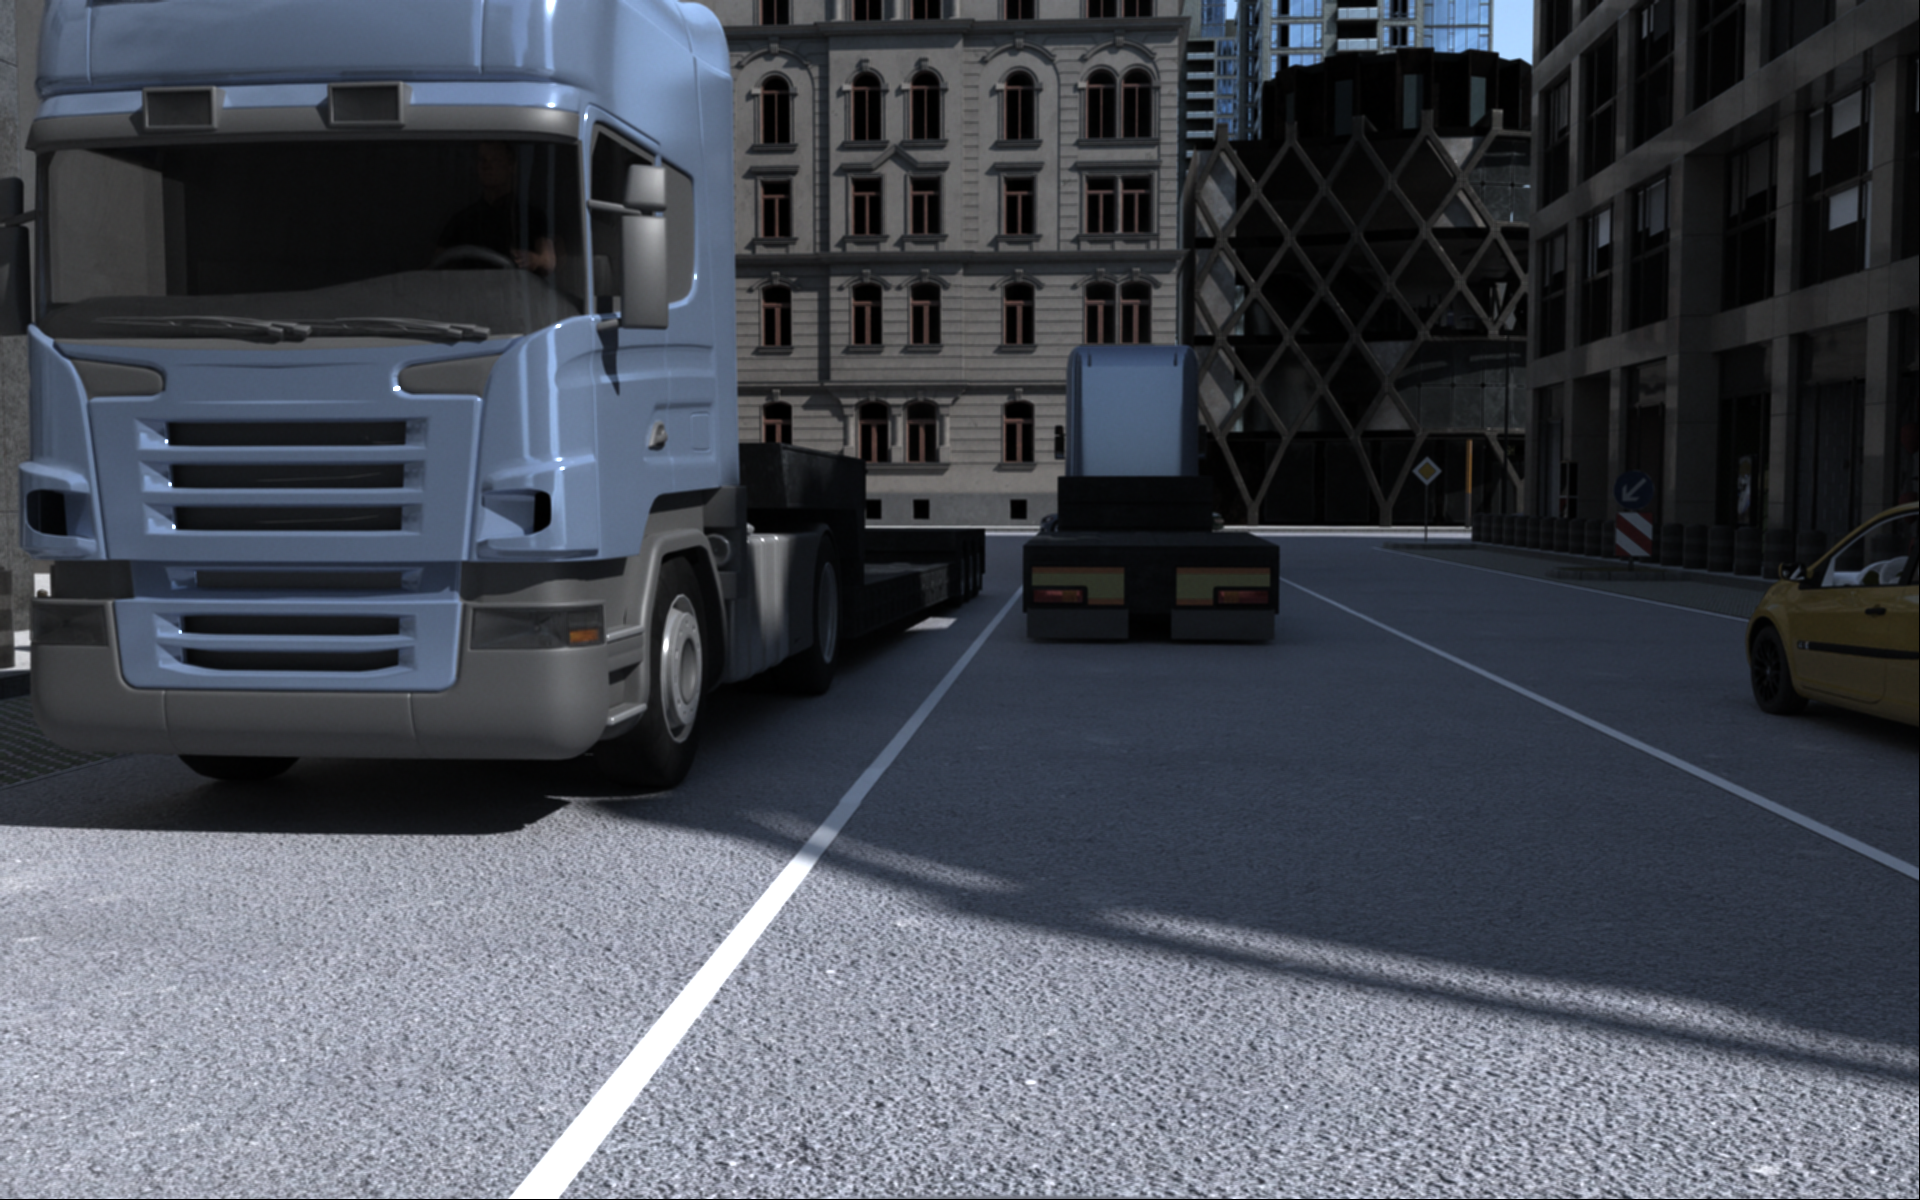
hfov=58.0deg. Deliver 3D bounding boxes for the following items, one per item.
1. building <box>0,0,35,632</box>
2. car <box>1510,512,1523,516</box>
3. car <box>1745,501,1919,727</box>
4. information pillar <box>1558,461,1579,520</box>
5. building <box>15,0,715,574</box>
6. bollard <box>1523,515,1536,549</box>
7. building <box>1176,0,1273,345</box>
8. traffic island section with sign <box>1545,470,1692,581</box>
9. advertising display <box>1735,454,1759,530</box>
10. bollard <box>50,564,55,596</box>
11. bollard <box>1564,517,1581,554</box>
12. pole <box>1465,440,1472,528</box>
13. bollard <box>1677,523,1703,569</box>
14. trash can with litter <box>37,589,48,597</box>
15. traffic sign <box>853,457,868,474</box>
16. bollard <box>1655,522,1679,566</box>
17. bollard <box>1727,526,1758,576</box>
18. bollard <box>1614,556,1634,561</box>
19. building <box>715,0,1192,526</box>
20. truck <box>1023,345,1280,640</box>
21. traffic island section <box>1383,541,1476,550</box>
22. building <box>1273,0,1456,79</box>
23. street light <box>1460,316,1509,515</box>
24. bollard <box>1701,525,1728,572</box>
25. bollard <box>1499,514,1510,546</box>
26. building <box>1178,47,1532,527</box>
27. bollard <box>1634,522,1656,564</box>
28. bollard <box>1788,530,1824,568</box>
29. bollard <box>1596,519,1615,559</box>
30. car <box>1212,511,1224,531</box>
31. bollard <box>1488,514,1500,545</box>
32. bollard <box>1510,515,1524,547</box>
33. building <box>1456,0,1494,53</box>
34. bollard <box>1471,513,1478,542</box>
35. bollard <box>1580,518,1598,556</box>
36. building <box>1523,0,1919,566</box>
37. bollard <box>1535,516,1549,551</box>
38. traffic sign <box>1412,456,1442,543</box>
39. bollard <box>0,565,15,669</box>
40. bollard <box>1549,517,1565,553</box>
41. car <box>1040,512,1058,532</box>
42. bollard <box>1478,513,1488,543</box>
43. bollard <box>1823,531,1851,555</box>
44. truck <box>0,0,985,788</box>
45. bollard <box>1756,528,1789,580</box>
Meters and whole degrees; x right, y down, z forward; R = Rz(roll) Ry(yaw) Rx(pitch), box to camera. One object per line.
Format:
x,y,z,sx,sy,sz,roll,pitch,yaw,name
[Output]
-15.549,-11.514,6.282,12.078,24.808,19.932,0,4,5,building
18.245,-2.407,51.354,4.499,1.417,2.014,0,4,5,car
6.017,0.010,10.056,2.015,1.641,3.980,0,4,4,car
13.602,-2.094,38.723,0.304,2.012,0.304,-1,4,-20,information pillar
-24.155,-14.246,37.445,34.151,26.468,19.350,0,4,5,building
13.495,-1.581,40.566,0.404,0.777,0.398,0,3,0,bollard
25.198,-56.416,235.070,31.000,86.520,22.319,0,4,5,building
11.040,-1.264,29.290,1.989,1.847,2.006,0,4,5,traffic island section with sign
12.880,-1.416,28.359,0.123,1.923,0.974,1,4,12,advertising display
-7.107,0.046,13.971,0.404,0.777,0.398,0,3,0,bollard
13.206,-1.360,36.946,0.404,0.777,0.398,0,3,0,bollard
19.181,-4.372,65.332,0.158,3.312,0.155,0,3,0,pole
12.628,-0.917,29.716,0.404,0.777,0.398,0,3,0,bollard
-10.764,-0.545,19.966,1.678,1.210,2.233,-1,4,-9,trash can with litter
-2.879,-2.650,46.964,0.795,2.450,0.064,0,4,5,traffic sign
12.724,-0.991,30.919,0.404,0.777,0.398,0,3,0,bollard
12.435,-0.771,27.320,0.404,0.777,0.398,0,3,0,bollard
12.917,-1.138,33.331,0.404,0.777,0.398,0,3,0,bollard
-2.022,-17.563,74.538,23.554,28.519,14.401,0,4,5,building
2.615,-2.196,25.658,2.967,4.110,18.799,0,4,5,truck
12.339,-1.439,45.812,2.009,0.180,2.903,0,4,5,traffic island section
38.117,-53.360,185.108,22.319,86.520,31.000,0,4,5,building
13.732,-4.450,45.301,1.470,5.913,1.316,0,4,5,street light
12.531,-0.844,28.519,0.404,0.777,0.398,0,3,0,bollard
13.685,-1.728,42.963,0.404,0.777,0.398,0,3,0,bollard
18.190,-12.658,74.408,16.811,18.784,16.820,0,4,5,building
12.822,-1.065,32.133,0.404,0.777,0.398,0,3,0,bollard
12.246,-0.624,24.916,0.404,0.777,0.398,0,3,0,bollard
13.010,-1.212,34.535,0.404,0.777,0.398,0,3,0,bollard
7.282,-3.174,61.681,4.222,1.686,2.009,0,4,5,car
13.783,-1.802,44.174,0.404,0.777,0.398,0,3,0,bollard
13.589,-1.654,41.765,0.404,0.777,0.398,0,3,0,bollard
35.129,-51.476,154.305,22.319,86.520,31.000,0,4,5,building
13.968,-1.948,46.570,0.404,0.777,0.398,0,3,0,bollard
13.109,-1.286,35.748,0.404,0.777,0.398,0,3,0,bollard
22.800,-13.569,26.374,19.350,26.468,34.151,0,4,5,building
13.399,-1.508,39.368,0.404,0.777,0.398,0,3,0,bollard
12.315,-2.575,45.737,0.795,2.450,0.064,0,4,5,traffic sign
-7.207,0.119,12.771,0.404,0.777,0.398,0,3,0,bollard
13.300,-1.434,38.168,0.404,0.777,0.398,0,3,0,bollard
4.754,-2.588,54.309,4.499,1.417,2.014,0,4,6,car
13.879,-1.875,45.371,0.404,0.777,0.398,0,3,0,bollard
12.152,-0.550,23.714,0.404,0.777,0.398,0,3,0,bollard
-1.813,-1.574,15.490,2.967,4.110,18.799,0,4,6,truck
12.340,-0.698,26.122,0.404,0.777,0.398,0,3,0,bollard
